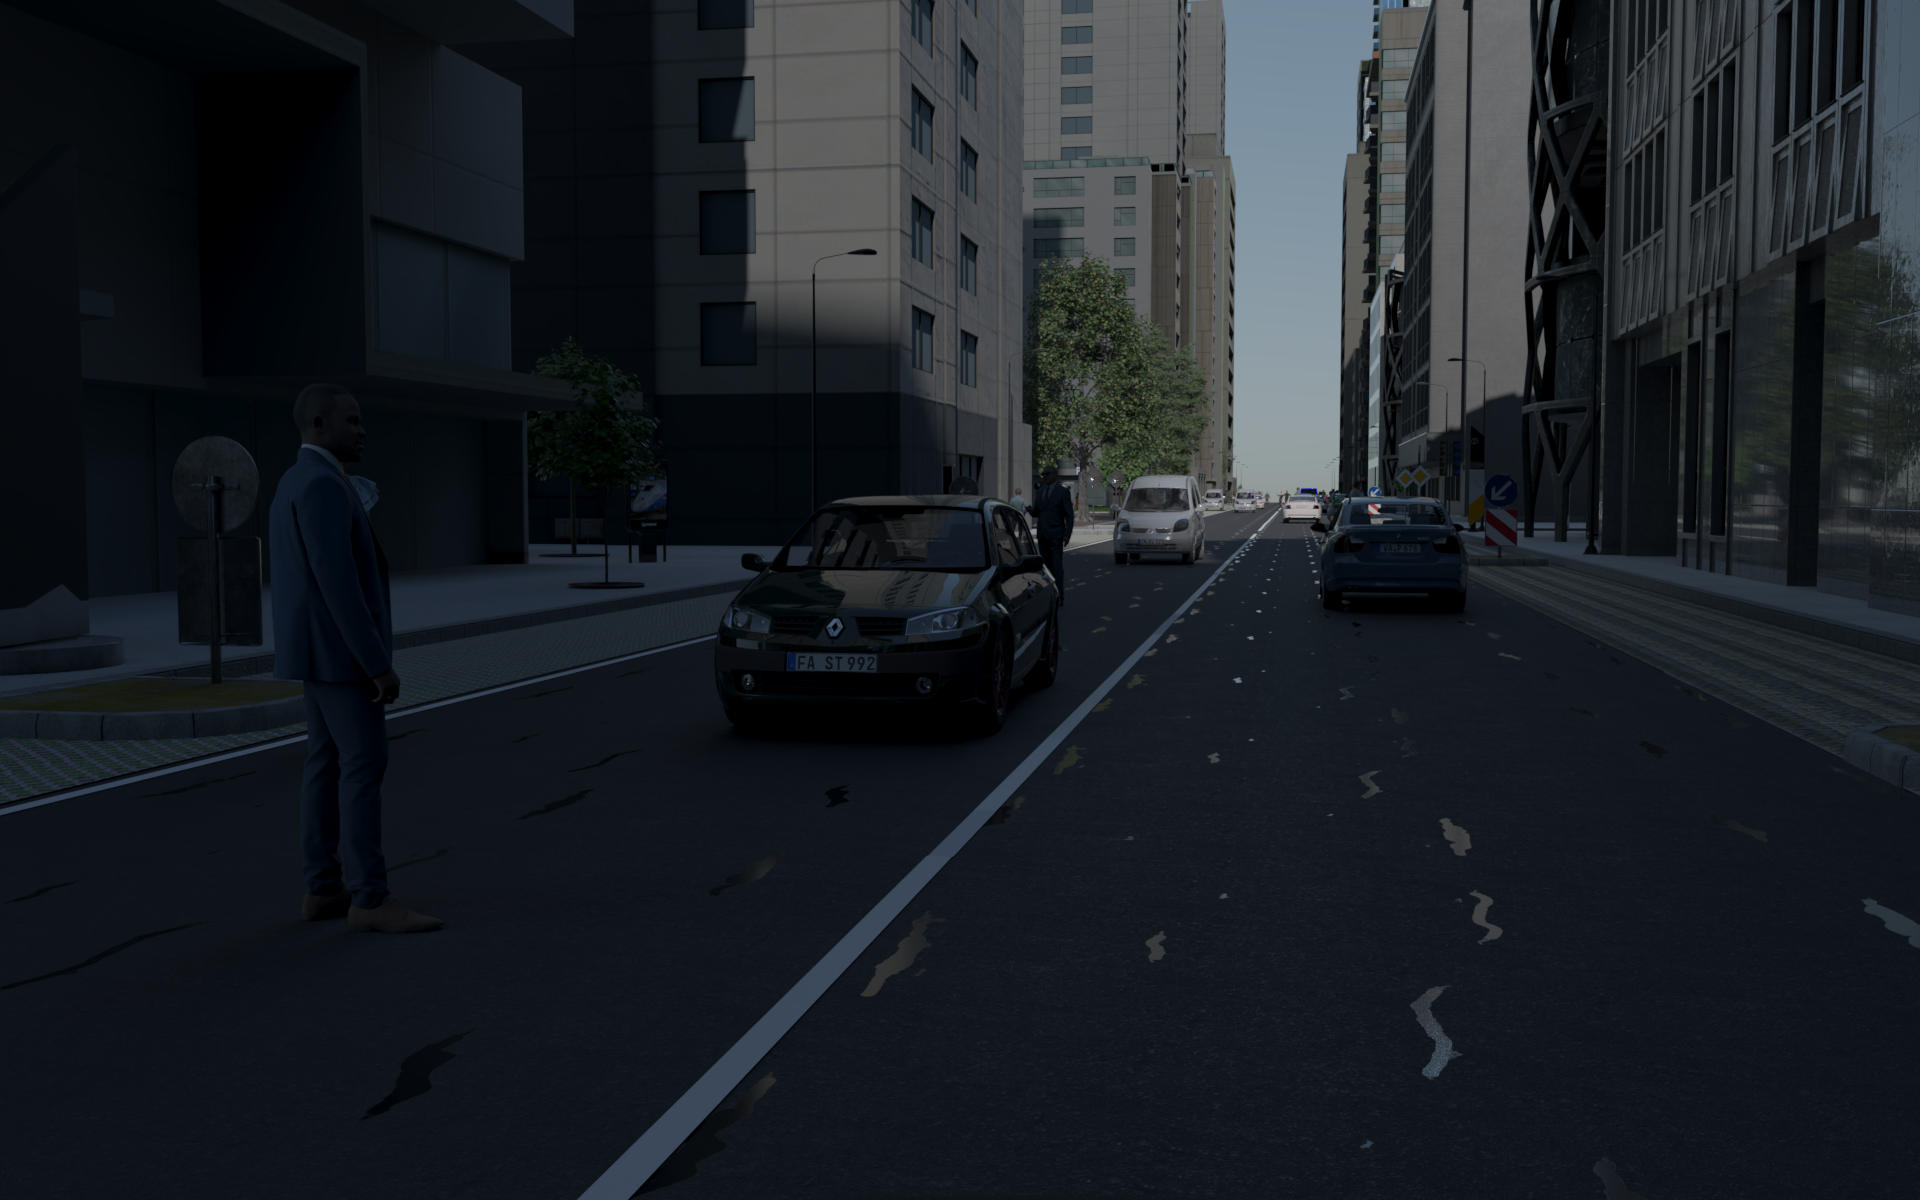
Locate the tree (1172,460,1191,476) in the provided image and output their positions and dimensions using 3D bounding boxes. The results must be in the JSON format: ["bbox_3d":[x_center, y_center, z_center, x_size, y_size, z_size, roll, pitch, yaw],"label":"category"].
[{"bbox_3d":[16.705,-9.429,137.884,4.285,4.588,4.351,0,3,0],"label":"tree"}]

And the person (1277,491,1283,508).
[{"bbox_3d":[32.921,-10.343,178.411,0.742,1.727,0.445,2,4,25],"label":"person"}]

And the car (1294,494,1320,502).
[{"bbox_3d":[22.965,-6.360,115.787,2.131,1.459,4.920,1,4,11],"label":"car"}]

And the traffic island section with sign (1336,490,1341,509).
[{"bbox_3d":[26.479,-6.592,116.401,1.989,1.847,2.006,1,4,11],"label":"traffic island section with sign"}]

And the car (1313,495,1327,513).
[{"bbox_3d":[27.327,-7.414,133.582,2.083,1.381,4.827,1,4,9],"label":"car"}]

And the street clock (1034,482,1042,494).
[{"bbox_3d":[4.872,-6.342,108.255,0.471,2.002,0.358,3,4,39],"label":"street clock"}]

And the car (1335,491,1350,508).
[{"bbox_3d":[34.223,-8.976,155.550,1.959,1.807,4.718,1,4,11],"label":"car"}]

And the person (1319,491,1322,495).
[{"bbox_3d":[40.715,-11.430,196.054,0.621,1.740,0.551,2,4,35],"label":"person"}]

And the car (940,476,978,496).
[{"bbox_3d":[-0.356,-0.573,19.162,2.009,1.686,4.222,1,4,13],"label":"car"}]

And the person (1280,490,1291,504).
[{"bbox_3d":[32.972,-10.167,174.758,1.348,1.821,0.705,1,4,22],"label":"person"}]

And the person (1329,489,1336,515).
[{"bbox_3d":[25.472,-6.720,118.545,0.466,1.800,0.511,-1,4,-18],"label":"person"}]

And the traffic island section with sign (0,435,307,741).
[{"bbox_3d":[-5.071,-0.143,10.966,1.989,1.847,2.006,1,4,11],"label":"traffic island section with sign"}]

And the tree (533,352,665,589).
[{"bbox_3d":[-4.788,-1.775,23.619,1.663,3.219,1.824,0,3,0],"label":"tree"}]

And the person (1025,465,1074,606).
[{"bbox_3d":[1.129,-0.830,22.240,0.661,1.801,0.590,3,4,39],"label":"person"}]

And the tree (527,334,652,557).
[{"bbox_3d":[-7.889,-3.176,35.647,4.285,4.588,4.351,0,3,0],"label":"tree"}]

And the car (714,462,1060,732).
[{"bbox_3d":[-0.360,-0.122,11.787,2.009,1.686,4.222,1,4,10],"label":"car"}]

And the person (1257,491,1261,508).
[{"bbox_3d":[30.796,-10.377,178.879,0.721,1.743,1.217,-1,4,-19],"label":"person"}]

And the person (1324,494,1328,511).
[{"bbox_3d":[31.857,-8.488,150.499,0.599,1.433,0.991,3,4,36],"label":"person"}]

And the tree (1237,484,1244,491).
[{"bbox_3d":[48.519,-18.712,300.537,1.663,3.219,1.824,0,3,0],"label":"tree"}]

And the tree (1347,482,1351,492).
[{"bbox_3d":[50.939,-14.008,223.631,1.663,3.219,1.824,0,3,0],"label":"tree"}]

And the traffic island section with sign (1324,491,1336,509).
[{"bbox_3d":[41.128,-11.225,192.159,1.989,1.847,2.006,1,4,11],"label":"traffic island section with sign"}]

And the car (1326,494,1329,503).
[{"bbox_3d":[53.500,-14.993,254.914,2.009,1.686,4.222,1,4,11],"label":"car"}]

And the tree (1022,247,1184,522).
[{"bbox_3d":[5.671,-10.022,80.862,9.611,12.733,9.660,0,3,0],"label":"tree"}]

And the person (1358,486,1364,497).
[{"bbox_3d":[15.723,-3.635,68.197,0.793,1.790,0.793,0,4,7],"label":"person"}]

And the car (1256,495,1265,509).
[{"bbox_3d":[28.373,-9.453,166.924,2.083,1.381,4.827,1,4,10],"label":"car"}]

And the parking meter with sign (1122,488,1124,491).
[{"bbox_3d":[13.093,-8.845,140.882,1.738,3.016,0.543,0,4,-6],"label":"parking meter with sign"}]

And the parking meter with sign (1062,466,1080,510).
[{"bbox_3d":[6.771,-6.880,108.744,1.738,3.016,0.543,-2,4,-30],"label":"parking meter with sign"}]

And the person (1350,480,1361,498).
[{"bbox_3d":[11.719,-2.657,51.783,0.795,1.843,0.661,1,4,14],"label":"person"}]

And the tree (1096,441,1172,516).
[{"bbox_3d":[9.710,-7.346,103.818,4.285,4.588,4.351,0,3,0],"label":"tree"}]

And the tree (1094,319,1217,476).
[{"bbox_3d":[13.970,-13.353,124.982,9.857,13.997,8.962,0,3,0],"label":"tree"}]

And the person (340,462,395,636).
[{"bbox_3d":[-3.408,-0.048,9.385,0.616,1.811,0.778,-3,4,-38],"label":"person"}]

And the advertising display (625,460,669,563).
[{"bbox_3d":[-5.856,-1.665,32.434,0.123,1.923,0.974,3,4,38],"label":"advertising display"}]

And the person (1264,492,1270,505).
[{"bbox_3d":[40.467,-13.406,228.237,0.990,1.755,0.434,3,5,43],"label":"person"}]

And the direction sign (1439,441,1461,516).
[{"bbox_3d":[20.991,-5.030,74.242,0.876,3.537,0.379,0,4,7],"label":"direction sign"}]

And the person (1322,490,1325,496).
[{"bbox_3d":[33.835,-9.352,161.391,0.705,1.826,1.348,0,4,-5],"label":"person"}]

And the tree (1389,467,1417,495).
[{"bbox_3d":[27.052,-6.791,105.638,1.663,3.219,1.824,0,3,0],"label":"tree"}]

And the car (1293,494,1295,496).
[{"bbox_3d":[36.122,-10.723,184.113,1.959,1.807,4.718,1,4,10],"label":"car"}]

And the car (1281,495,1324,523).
[{"bbox_3d":[16.947,-4.487,85.725,2.083,1.381,4.827,1,4,12],"label":"car"}]

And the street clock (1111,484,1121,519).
[{"bbox_3d":[7.921,-5.098,87.915,0.358,2.002,0.471,-2,4,-35],"label":"street clock"}]

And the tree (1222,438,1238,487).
[{"bbox_3d":[32.963,-16.458,219.455,4.360,8.622,3.978,0,3,0],"label":"tree"}]

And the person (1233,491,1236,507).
[{"bbox_3d":[30.388,-11.193,191.520,0.705,1.822,1.348,1,4,16],"label":"person"}]

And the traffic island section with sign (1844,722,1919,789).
[{"bbox_3d":[5.647,-0.001,8.652,1.989,1.847,2.006,1,4,11],"label":"traffic island section with sign"}]

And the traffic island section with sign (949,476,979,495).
[{"bbox_3d":[0.046,-1.762,37.433,1.989,1.847,2.006,1,4,11],"label":"traffic island section with sign"}]

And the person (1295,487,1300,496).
[{"bbox_3d":[18.916,-5.387,96.679,0.767,1.812,0.694,0,4,-2],"label":"person"}]

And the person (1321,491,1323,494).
[{"bbox_3d":[43.044,-12.068,206.345,0.617,1.759,0.750,3,4,37],"label":"person"}]

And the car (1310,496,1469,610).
[{"bbox_3d":[5.634,-0.659,22.784,2.014,1.417,4.499,1,4,11],"label":"car"}]

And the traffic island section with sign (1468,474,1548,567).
[{"bbox_3d":[10.765,-1.620,35.119,1.989,1.847,2.006,1,4,11],"label":"traffic island section with sign"}]

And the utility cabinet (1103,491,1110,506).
[{"bbox_3d":[11.958,-8.002,139.507,0.318,1.500,1.173,3,4,39],"label":"utility cabinet"}]

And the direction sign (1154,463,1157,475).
[{"bbox_3d":[13.067,-7.580,115.928,0.379,3.537,0.876,1,4,16],"label":"direction sign"}]

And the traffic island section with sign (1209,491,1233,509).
[{"bbox_3d":[24.925,-9.635,166.165,1.989,1.847,2.006,1,4,11],"label":"traffic island section with sign"}]

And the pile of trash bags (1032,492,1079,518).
[{"bbox_3d":[5.492,-5.141,93.800,1.912,1.369,3.447,-3,5,-45],"label":"pile of trash bags"}]

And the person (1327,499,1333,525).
[{"bbox_3d":[17.029,-4.030,79.402,0.382,1.210,0.505,-1,4,-12],"label":"person"}]

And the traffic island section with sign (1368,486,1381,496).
[{"bbox_3d":[21.376,-4.973,89.931,1.989,1.847,2.006,1,4,11],"label":"traffic island section with sign"}]
